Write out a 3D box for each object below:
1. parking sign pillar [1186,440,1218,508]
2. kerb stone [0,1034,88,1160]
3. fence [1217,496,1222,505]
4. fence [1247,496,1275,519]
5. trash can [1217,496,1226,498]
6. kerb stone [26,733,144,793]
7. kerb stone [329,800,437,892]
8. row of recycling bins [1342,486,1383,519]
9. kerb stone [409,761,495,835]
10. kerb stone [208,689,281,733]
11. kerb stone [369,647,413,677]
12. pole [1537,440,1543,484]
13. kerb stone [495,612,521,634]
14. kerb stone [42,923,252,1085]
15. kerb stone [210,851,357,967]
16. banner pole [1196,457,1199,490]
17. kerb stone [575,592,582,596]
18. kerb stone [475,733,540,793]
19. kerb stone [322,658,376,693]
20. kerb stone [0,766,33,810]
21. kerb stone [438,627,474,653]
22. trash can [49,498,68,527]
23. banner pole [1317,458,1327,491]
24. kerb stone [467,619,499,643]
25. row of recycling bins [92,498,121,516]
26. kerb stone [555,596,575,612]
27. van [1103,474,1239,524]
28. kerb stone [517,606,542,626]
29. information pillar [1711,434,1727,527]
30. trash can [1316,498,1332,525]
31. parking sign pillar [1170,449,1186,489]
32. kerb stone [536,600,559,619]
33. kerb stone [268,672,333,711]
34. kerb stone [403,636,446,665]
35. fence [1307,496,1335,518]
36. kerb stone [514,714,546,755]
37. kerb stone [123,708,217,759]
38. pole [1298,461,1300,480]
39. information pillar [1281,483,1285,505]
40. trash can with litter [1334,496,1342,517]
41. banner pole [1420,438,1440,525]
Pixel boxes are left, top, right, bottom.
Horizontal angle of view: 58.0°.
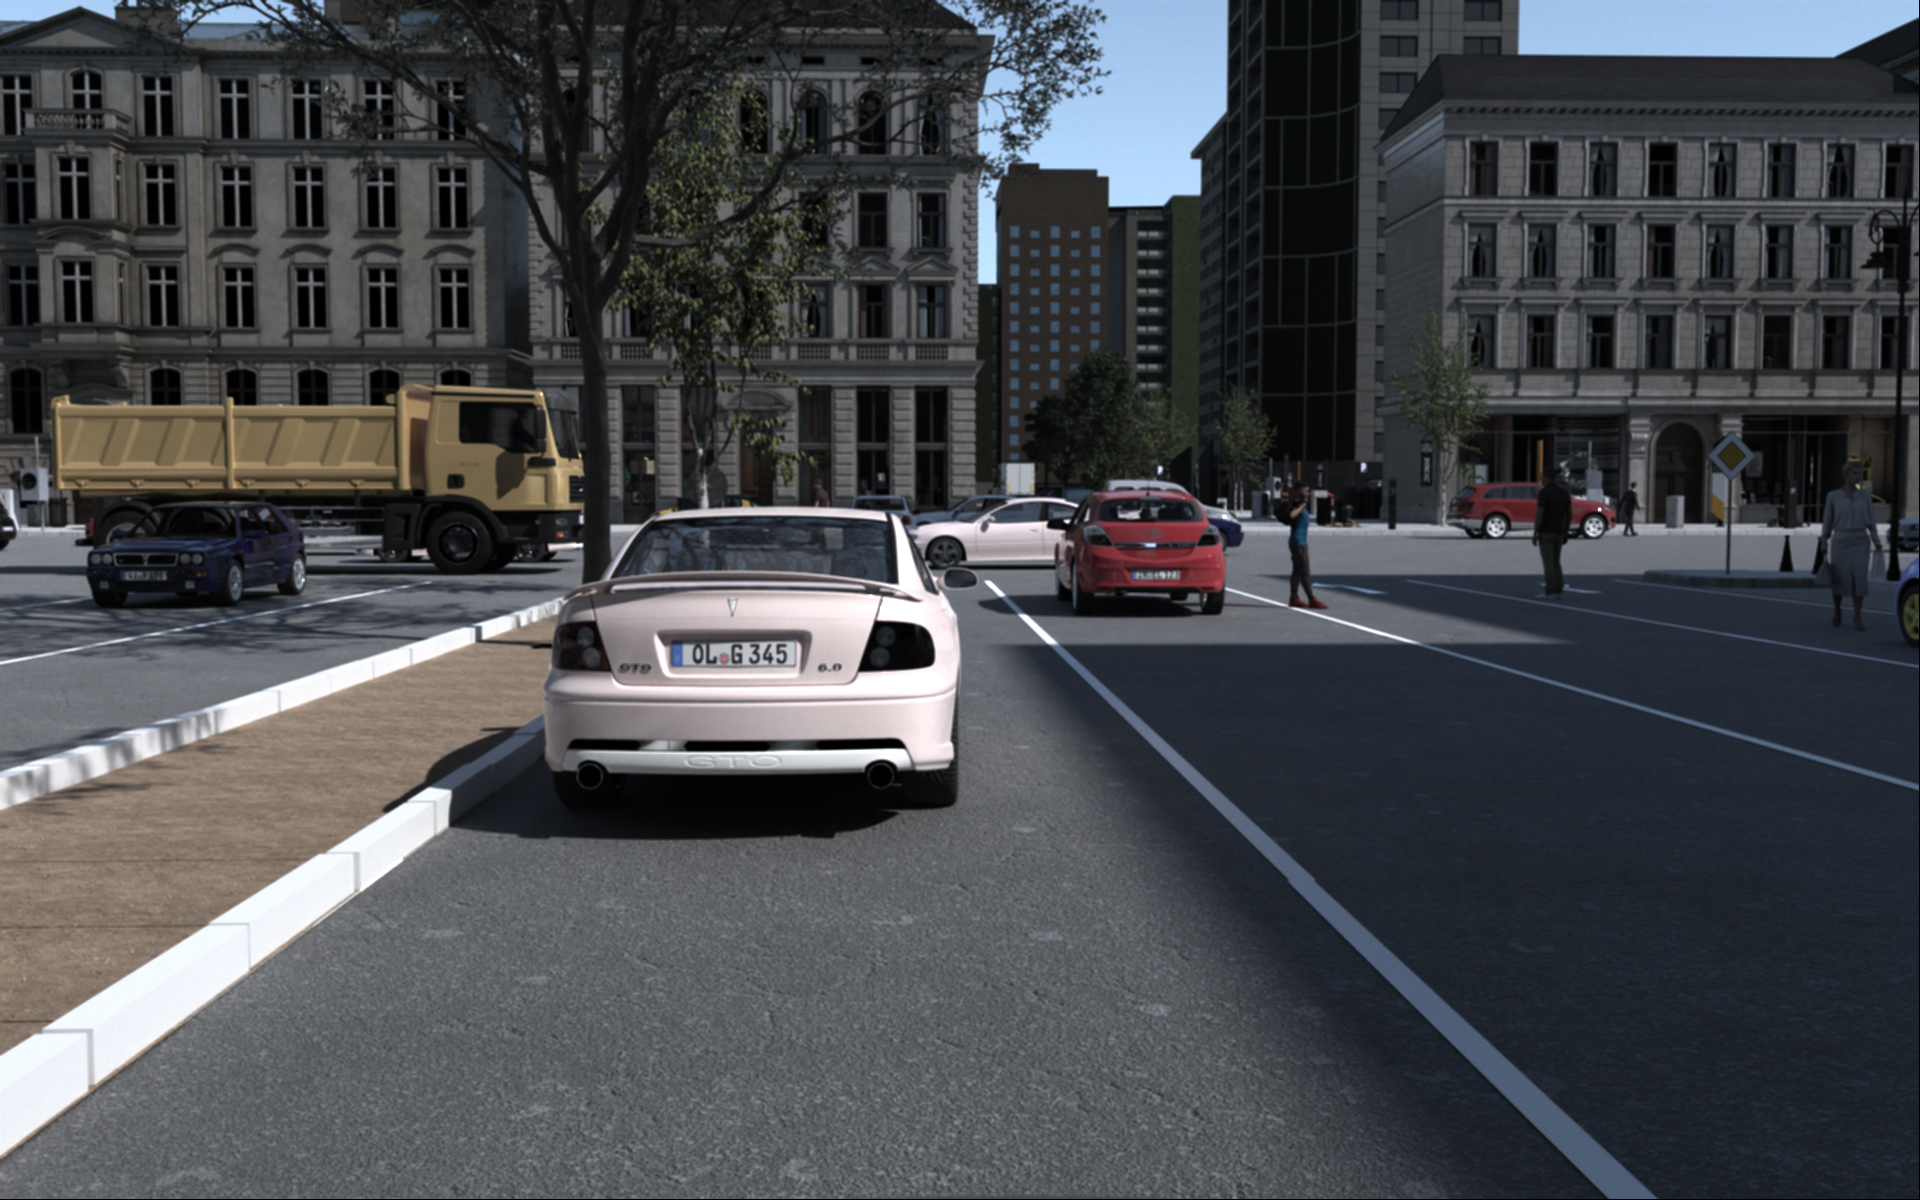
[{"bbox_3d":[12.404,-5.997,86.523,1.447,3.967,1.447,-1,4,-17],"label":"parking sign pillar"},{"bbox_3d":[-2.120,1.137,3.625,0.120,0.150,1.000,0,4,-2],"label":"kerb stone"},{"bbox_3d":[13.704,-5.291,97.707,2.264,1.192,0.480,0,4,-4],"label":"fence"},{"bbox_3d":[15.570,-4.783,89.412,0.480,1.192,2.264,-1,4,-17],"label":"fence"},{"bbox_3d":[18.530,-6.812,123.023,0.748,1.137,0.748,0,3,0],"label":"trash can"},{"bbox_3d":[-4.408,0.826,8.728,0.120,0.150,1.000,0,4,-2],"label":"kerb stone"},{"bbox_3d":[-2.234,0.949,6.721,0.120,0.150,1.000,0,4,-2],"label":"kerb stone"},{"bbox_3d":[21.283,-5.023,89.246,3.534,1.692,1.069,-2,4,-24],"label":"row of recycling bins"},{"bbox_3d":[-2.271,0.884,7.747,0.120,0.150,1.000,0,4,-2],"label":"kerb stone"},{"bbox_3d":[-4.487,0.702,10.793,0.120,0.150,1.000,0,4,-2],"label":"kerb stone"},{"bbox_3d":[-4.604,0.514,13.875,0.120,0.150,1.000,0,4,-2],"label":"kerb stone"},{"bbox_3d":[21.912,-4.384,65.523,0.158,3.312,0.155,0,3,0],"label":"pole"},{"bbox_3d":[-4.763,0.263,18.003,0.120,0.150,1.000,0,4,-2],"label":"kerb stone"},{"bbox_3d":[-2.162,1.074,4.662,0.120,0.150,1.000,0,4,-2],"label":"kerb stone"},{"bbox_3d":[-2.208,1.011,5.690,0.120,0.150,1.000,0,4,-2],"label":"kerb stone"},{"bbox_3d":[16.077,-7.796,117.479,0.401,3.779,0.863,1,4,20],"label":"banner pole"},{"bbox_3d":[-4.912,0.005,22.121,0.120,0.150,1.000,0,4,-2],"label":"kerb stone"},{"bbox_3d":[-2.306,0.829,8.780,0.120,0.150,1.000,0,4,-2],"label":"kerb stone"},{"bbox_3d":[-4.566,0.572,12.848,0.120,0.150,1.000,0,4,-2],"label":"kerb stone"},{"bbox_3d":[-4.376,0.892,7.701,0.120,0.150,1.000,0,4,-2],"label":"kerb stone"},{"bbox_3d":[-4.684,0.382,15.946,0.120,0.150,1.000,0,4,-2],"label":"kerb stone"},{"bbox_3d":[-34.765,-3.371,66.764,0.748,1.137,0.748,0,3,0],"label":"trash can"},{"bbox_3d":[25.445,-8.048,121.607,0.863,3.779,0.401,1,4,20],"label":"banner pole"},{"bbox_3d":[-4.720,0.320,16.972,0.120,0.150,1.000,0,4,-2],"label":"kerb stone"},{"bbox_3d":[-31.149,-3.437,63.303,1.069,1.692,3.534,-2,4,-25],"label":"row of recycling bins"},{"bbox_3d":[-4.871,0.067,21.095,0.120,0.150,1.000,0,4,-2],"label":"kerb stone"},{"bbox_3d":[6.179,-2.704,51.225,4.112,2.044,2.013,0,4,-1],"label":"van"},{"bbox_3d":[-4.791,0.197,19.034,0.120,0.150,1.000,0,4,-2],"label":"kerb stone"},{"bbox_3d":[29.736,-4.678,67.835,0.504,3.616,0.183,2,4,25],"label":"information pillar"},{"bbox_3d":[14.920,-3.630,71.007,0.748,1.137,0.748,0,3,0],"label":"trash can"},{"bbox_3d":[12.283,-6.562,95.763,1.447,3.967,1.447,2,4,35],"label":"parking sign pillar"},{"bbox_3d":[-4.829,0.133,20.065,0.120,0.150,1.000,0,4,-2],"label":"kerb stone"},{"bbox_3d":[-4.520,0.635,11.819,0.120,0.150,1.000,0,4,-2],"label":"kerb stone"},{"bbox_3d":[-4.636,0.446,14.911,0.120,0.150,1.000,0,4,-2],"label":"kerb stone"},{"bbox_3d":[19.263,-5.007,93.073,2.264,1.192,0.480,-2,4,-24],"label":"fence"},{"bbox_3d":[-2.358,0.757,9.811,0.120,0.150,1.000,0,4,-2],"label":"kerb stone"},{"bbox_3d":[-4.458,0.761,9.755,0.120,0.150,1.000,0,4,-2],"label":"kerb stone"},{"bbox_3d":[20.867,-6.899,106.646,0.158,3.312,0.155,0,3,0],"label":"pole"},{"bbox_3d":[22.349,-7.031,119.452,0.304,2.012,0.304,0,4,-1],"label":"information pillar"},{"bbox_3d":[20.405,-4.932,92.021,1.055,1.170,0.624,0,4,3],"label":"trash can with litter"},{"bbox_3d":[19.361,-4.968,71.248,0.863,3.779,0.401,1,4,14],"label":"banner pole"}]
